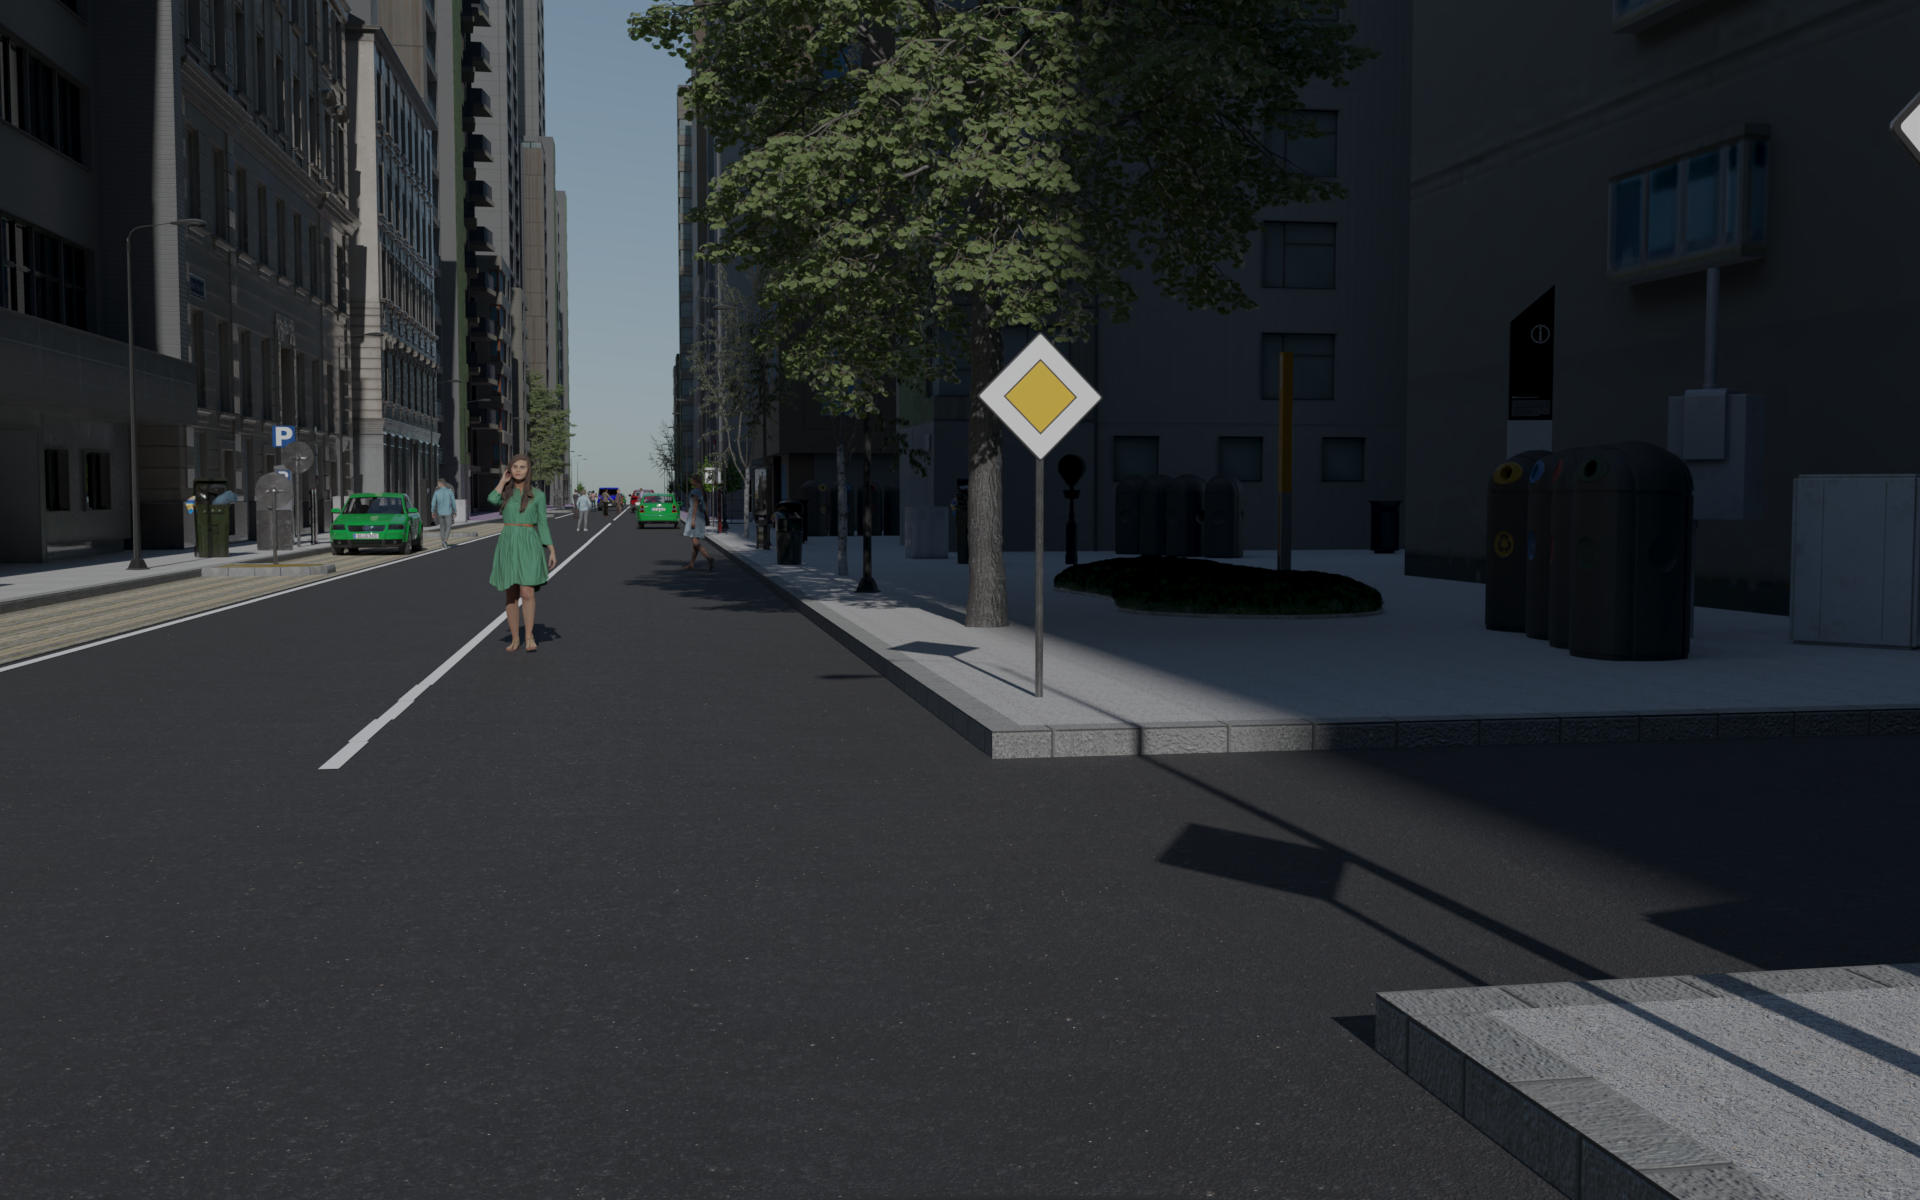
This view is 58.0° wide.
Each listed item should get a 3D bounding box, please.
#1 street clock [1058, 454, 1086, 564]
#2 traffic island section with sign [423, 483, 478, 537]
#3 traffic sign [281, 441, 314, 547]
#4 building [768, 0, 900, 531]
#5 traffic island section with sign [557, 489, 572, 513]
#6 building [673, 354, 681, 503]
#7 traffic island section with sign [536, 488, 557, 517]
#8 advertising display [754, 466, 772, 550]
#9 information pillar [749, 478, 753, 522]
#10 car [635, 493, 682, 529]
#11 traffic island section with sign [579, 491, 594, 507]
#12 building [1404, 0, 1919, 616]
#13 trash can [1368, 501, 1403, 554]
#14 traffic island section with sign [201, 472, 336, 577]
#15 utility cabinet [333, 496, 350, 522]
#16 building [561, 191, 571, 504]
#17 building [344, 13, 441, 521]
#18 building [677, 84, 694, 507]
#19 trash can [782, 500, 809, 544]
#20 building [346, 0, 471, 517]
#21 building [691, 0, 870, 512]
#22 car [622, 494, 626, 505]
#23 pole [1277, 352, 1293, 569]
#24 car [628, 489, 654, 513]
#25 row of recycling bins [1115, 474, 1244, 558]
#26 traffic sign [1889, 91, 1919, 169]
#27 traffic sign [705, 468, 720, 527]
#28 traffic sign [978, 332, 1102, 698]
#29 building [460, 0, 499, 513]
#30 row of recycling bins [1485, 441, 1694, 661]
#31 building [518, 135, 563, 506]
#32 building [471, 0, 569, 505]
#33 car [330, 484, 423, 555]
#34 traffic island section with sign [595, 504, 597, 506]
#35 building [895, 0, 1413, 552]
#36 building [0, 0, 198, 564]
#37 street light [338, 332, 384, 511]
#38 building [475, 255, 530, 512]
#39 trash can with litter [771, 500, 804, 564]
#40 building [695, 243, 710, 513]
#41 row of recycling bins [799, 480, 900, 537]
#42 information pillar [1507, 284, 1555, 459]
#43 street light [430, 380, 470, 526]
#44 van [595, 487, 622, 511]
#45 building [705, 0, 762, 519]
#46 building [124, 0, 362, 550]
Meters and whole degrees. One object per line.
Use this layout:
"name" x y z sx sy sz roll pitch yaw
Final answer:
"street clock" 2.036 -1.652 31.575 0.471 2.002 0.358 1 4 20
"traffic island section with sign" -17.170 -3.008 57.803 1.989 1.847 2.006 -1 4 -10
"traffic sign" -15.951 -2.545 41.717 0.768 2.556 0.104 0 4 -2
"building" -0.667 -25.451 66.229 14.600 45.320 14.200 -1 4 -10
"traffic island section with sign" -31.128 -7.687 134.312 1.989 1.847 2.006 -1 4 -10
"building" -23.792 -23.528 229.727 27.650 21.520 28.899 -1 4 -10
"traffic island section with sign" -26.297 -6.065 107.792 1.989 1.847 2.006 -1 4 -10
"advertising display" -4.558 -2.131 40.057 0.123 1.923 0.974 -2 4 -24
"information pillar" -9.655 -4.569 79.194 0.304 2.012 0.304 -1 4 -14
"car" -12.574 -3.883 72.279 1.959 1.807 4.718 -1 4 -9
"traffic island section with sign" -40.946 -10.978 188.116 1.989 1.847 2.006 -1 4 -10
"building" 18.119 -24.449 23.449 21.600 48.544 21.300 -1 4 -10
"trash can" 9.186 -1.576 37.426 0.748 1.137 0.748 0 3 0
"traffic island section with sign" -12.284 -1.364 30.924 1.989 1.847 2.006 -1 4 -10
"utility cabinet" -18.696 -2.569 53.172 1.020 1.237 0.306 0 4 1
"building" -58.465 -33.161 225.777 14.154 41.232 14.086 -1 4 -10
"building" -27.770 -13.652 72.358 9.793 20.994 18.267 -1 4 -10
"building" -21.766 -30.216 177.632 14.154 41.232 14.086 -1 4 -10
"trash can" -4.258 -2.036 44.943 0.748 1.137 0.748 0 3 0
"building" -33.098 -24.724 87.835 14.154 41.232 14.086 -1 4 -10
"building" -16.396 -30.745 152.791 14.600 45.320 14.200 -1 4 -10
"car" -45.959 -13.754 233.676 1.959 1.807 4.718 -1 4 -12
"pole" 4.688 -1.904 24.975 0.158 3.312 0.155 0 3 0
"car" -23.772 -7.434 130.220 2.281 1.827 5.304 -1 4 -10
"row of recycling bins" 4.497 -1.761 35.904 1.069 1.692 3.534 -2 4 -35
"traffic sign" 1.929 0.038 3.016 0.795 2.450 0.064 -1 4 -10
"traffic sign" -9.607 -3.993 67.412 0.606 2.300 0.079 0 4 -2
"traffic sign" 0.496 -0.442 10.872 0.795 2.450 0.064 -1 4 -10
"building" -41.176 -27.748 108.306 22.147 44.769 28.867 -1 4 -10
"row of recycling bins" 5.386 -0.480 14.959 1.069 1.692 3.534 0 4 3
"building" -51.975 -31.056 191.367 14.154 41.232 14.086 -1 4 -10
"building" -57.844 -47.017 206.986 20.563 71.187 20.611 -1 4 -10
"car" -14.027 -2.015 41.742 1.959 1.807 4.718 -1 4 -12
"traffic island section with sign" -45.823 -12.617 214.908 1.989 1.847 2.006 -1 4 -10
"building" 5.100 -22.100 44.937 14.154 41.232 14.086 -1 4 -10
"building" -21.185 -12.425 22.212 14.314 24.678 30.058 -1 4 -10
"street light" -17.215 -4.722 49.742 1.470 5.913 1.316 -1 4 -10
"building" -49.349 -17.882 137.404 27.650 21.520 28.899 -1 4 -10
"trash can with litter" -3.199 -1.242 31.687 0.624 1.170 1.055 -1 4 -12
"building" -5.940 -17.646 133.555 27.650 21.520 28.899 -1 4 -10
"row of recycling bins" -3.219 -2.811 53.074 3.534 1.692 1.069 -1 4 -22
"information pillar" 6.416 -1.719 19.468 0.504 3.616 0.183 1 4 9
"street light" -20.873 -5.978 70.277 1.470 5.913 1.316 -1 4 -10
"van" -30.133 -8.836 148.847 2.240 2.365 5.245 -1 4 -9
"building" -4.402 -34.251 102.007 21.231 58.520 28.212 -1 4 -10
"building" -25.547 -15.450 49.873 12.463 27.353 25.104 -1 4 -10
